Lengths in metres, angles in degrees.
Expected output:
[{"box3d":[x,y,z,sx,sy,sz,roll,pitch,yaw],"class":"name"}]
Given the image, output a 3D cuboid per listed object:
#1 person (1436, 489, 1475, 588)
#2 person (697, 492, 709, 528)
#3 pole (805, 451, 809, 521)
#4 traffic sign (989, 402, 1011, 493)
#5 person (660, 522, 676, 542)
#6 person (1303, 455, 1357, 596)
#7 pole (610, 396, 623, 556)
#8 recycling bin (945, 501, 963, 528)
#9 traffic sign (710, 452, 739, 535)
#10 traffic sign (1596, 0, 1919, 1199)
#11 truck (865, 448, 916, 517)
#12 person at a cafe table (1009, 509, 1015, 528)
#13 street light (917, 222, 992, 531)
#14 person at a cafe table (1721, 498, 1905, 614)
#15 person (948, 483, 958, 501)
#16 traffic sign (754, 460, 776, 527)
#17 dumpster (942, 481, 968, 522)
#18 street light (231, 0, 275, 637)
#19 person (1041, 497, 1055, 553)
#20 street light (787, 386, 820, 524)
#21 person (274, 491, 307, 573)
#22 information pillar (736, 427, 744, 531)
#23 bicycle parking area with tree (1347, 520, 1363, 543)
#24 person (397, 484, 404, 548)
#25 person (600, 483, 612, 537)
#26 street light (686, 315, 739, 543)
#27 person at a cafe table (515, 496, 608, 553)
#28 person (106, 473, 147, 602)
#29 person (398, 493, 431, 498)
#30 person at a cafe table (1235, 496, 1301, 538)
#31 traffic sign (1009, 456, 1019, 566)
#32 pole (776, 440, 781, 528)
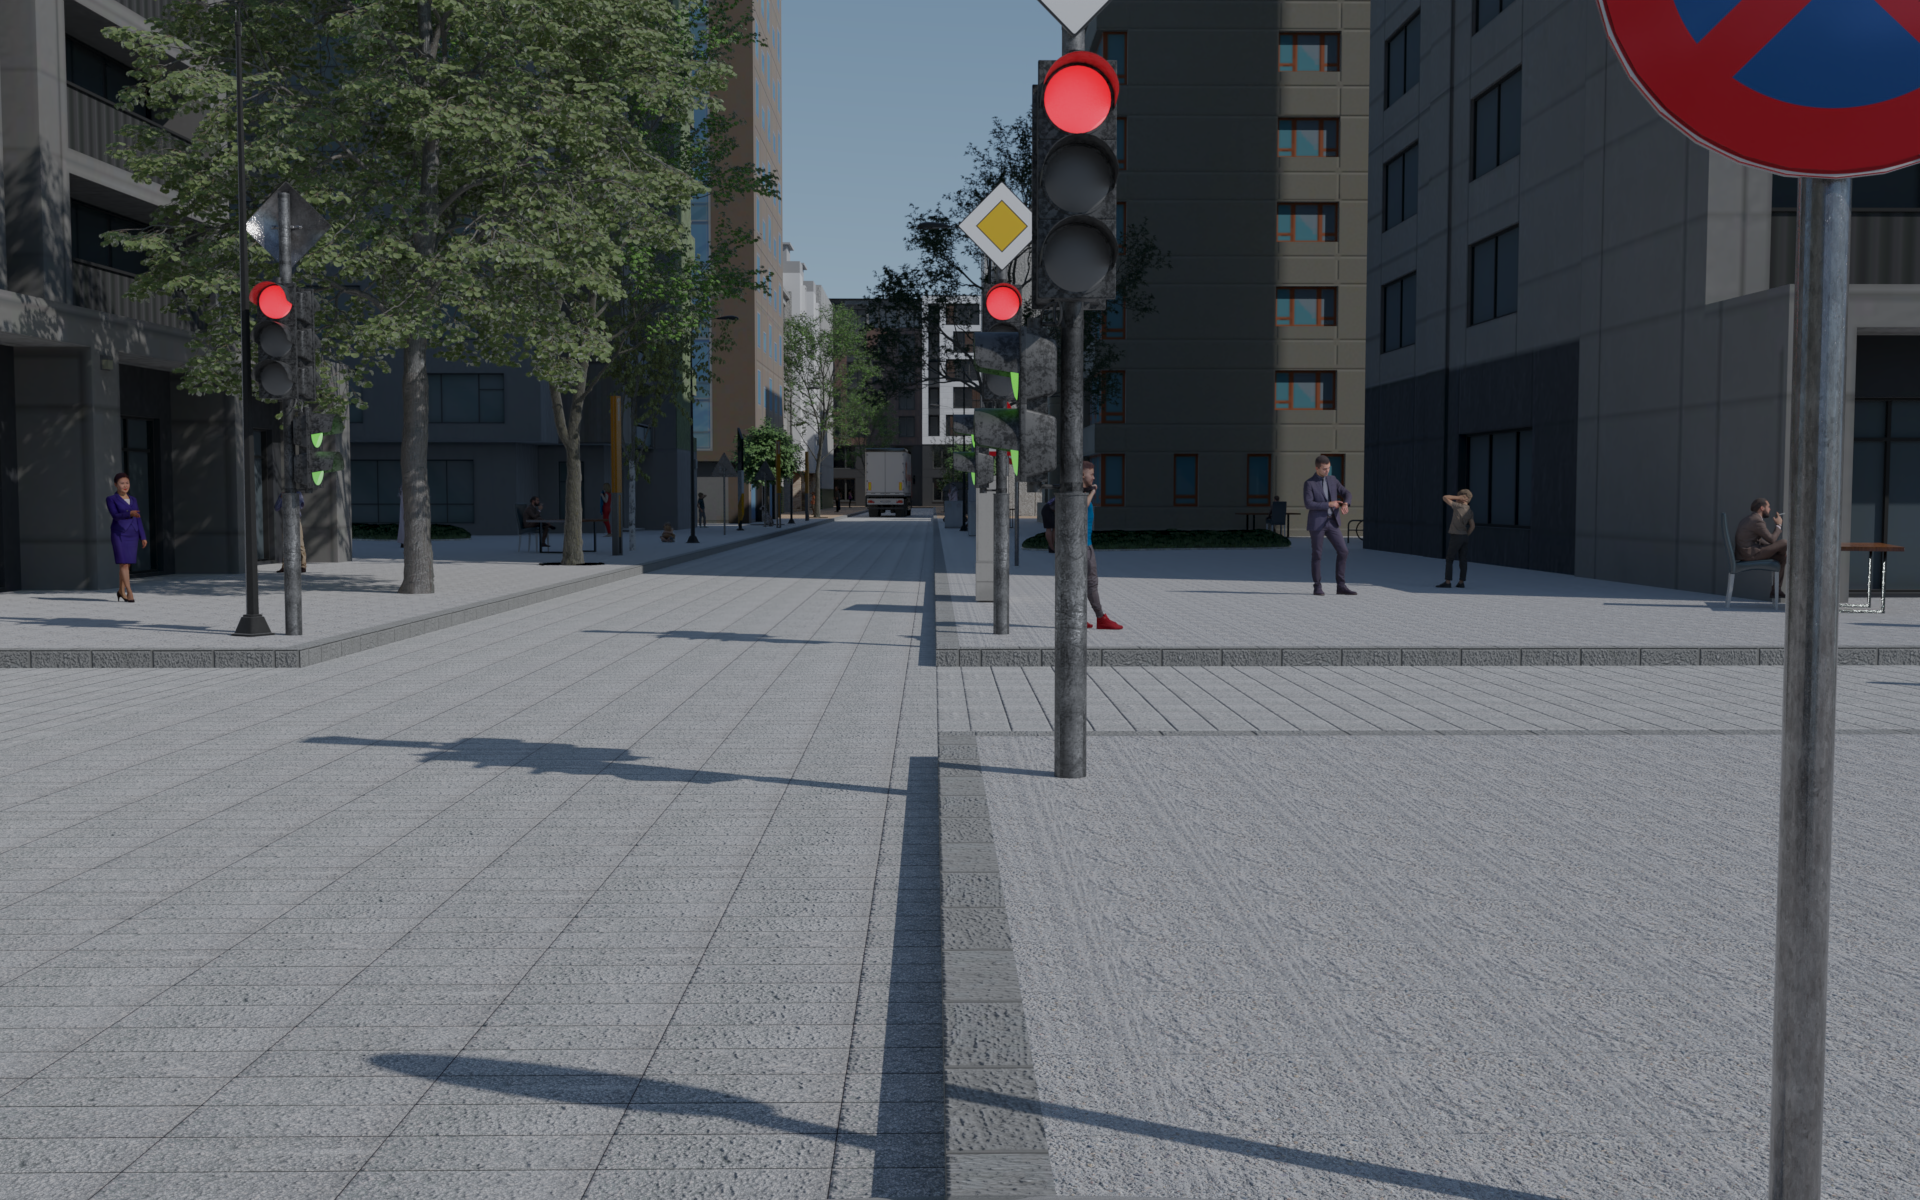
[{"box3d":[6.788,-0.842,23.721,0.435,1.345,0.340,-2,4,-34],"class":"person"},{"box3d":[-9.773,-3.420,65.867,0.340,1.345,0.435,1,4,13],"class":"person"},{"box3d":[-7.323,-5.449,82.931,0.158,3.312,0.155,0,3,0],"class":"pole"},{"box3d":[0.654,-1.485,24.289,0.884,2.594,0.081,0,4,3],"class":"traffic sign"},{"box3d":[-7.738,-1.798,45.914,0.381,0.543,0.357,1,4,19],"class":"person"},{"box3d":[4.698,-0.940,21.864,0.683,1.767,0.568,-1,4,-23],"class":"person"},{"box3d":[-7.154,-2.583,36.075,0.158,3.312,0.155,0,3,0],"class":"pole"},{"box3d":[-0.182,-3.222,65.226,0.722,1.027,0.722,0,4,7],"class":"recycling bin"},{"box3d":[-7.349,-3.304,54.016,0.884,2.594,0.081,0,4,0],"class":"traffic sign"},{"box3d":[1.410,-0.168,2.853,0.768,2.556,0.104,1,4,8],"class":"traffic sign"},{"box3d":[-4.486,-7.509,111.682,2.839,4.237,11.283,0,4,1],"class":"truck"},{"box3d":[1.290,-3.520,66.059,1.622,1.524,1.698,0,4,-4],"class":"person at a cafe table"},{"box3d":[-0.031,-3.497,29.719,1.470,5.913,1.316,0,4,-1],"class":"street light"},{"box3d":[9.411,-0.516,19.302,1.726,1.238,1.698,1,4,20],"class":"person at a cafe table"},{"box3d":[-0.305,-4.046,72.862,0.621,1.740,0.551,-1,4,-18],"class":"person"},{"box3d":[-7.495,-4.076,66.653,0.884,2.594,0.081,0,4,7],"class":"traffic sign"},{"box3d":[-0.186,-4.521,79.671,1.264,1.857,1.865,0,4,-1],"class":"dumpster"},{"box3d":[-5.869,-2.629,15.527,1.470,5.913,1.316,0,4,-1],"class":"street light"},{"box3d":[2.112,-1.732,37.591,0.697,1.427,0.421,1,4,14],"class":"person"},{"box3d":[-6.756,-6.256,74.820,1.470,5.913,1.316,0,4,-1],"class":"street light"},{"box3d":[-10.919,-1.234,28.284,0.516,1.574,0.319,1,4,14],"class":"person"},{"box3d":[-7.699,-4.247,60.788,0.183,3.616,0.504,-2,4,-24],"class":"information pillar"},{"box3d":[14.617,-3.641,46.528,9.016,4.147,8.231,3,5,43],"class":"bicycle parking area with tree"},{"box3d":[-13.156,-2.119,41.365,0.621,1.740,0.551,-3,5,-40],"class":"person"},{"box3d":[-10.608,-2.698,51.853,0.444,1.614,0.593,2,4,25],"class":"person"},{"box3d":[-6.452,-4.442,45.171,1.470,5.913,1.316,0,4,-1],"class":"street light"},{"box3d":[-8.938,-1.666,38.093,1.726,1.238,1.698,1,4,20],"class":"person at a cafe table"},{"box3d":[-9.805,-0.740,20.513,0.546,1.535,0.453,1,4,11],"class":"person"},{"box3d":[-13.951,-2.288,44.170,0.841,1.734,0.376,0,4,3],"class":"person"},{"box3d":[9.110,-2.437,50.698,1.698,1.238,1.726,0,4,-6],"class":"person at a cafe table"},{"box3d":[1.012,-1.879,30.823,0.768,2.556,0.104,0,4,8],"class":"traffic sign"},{"box3d":[-6.876,-4.387,65.571,0.158,3.312,0.155,0,3,0],"class":"pole"}]
